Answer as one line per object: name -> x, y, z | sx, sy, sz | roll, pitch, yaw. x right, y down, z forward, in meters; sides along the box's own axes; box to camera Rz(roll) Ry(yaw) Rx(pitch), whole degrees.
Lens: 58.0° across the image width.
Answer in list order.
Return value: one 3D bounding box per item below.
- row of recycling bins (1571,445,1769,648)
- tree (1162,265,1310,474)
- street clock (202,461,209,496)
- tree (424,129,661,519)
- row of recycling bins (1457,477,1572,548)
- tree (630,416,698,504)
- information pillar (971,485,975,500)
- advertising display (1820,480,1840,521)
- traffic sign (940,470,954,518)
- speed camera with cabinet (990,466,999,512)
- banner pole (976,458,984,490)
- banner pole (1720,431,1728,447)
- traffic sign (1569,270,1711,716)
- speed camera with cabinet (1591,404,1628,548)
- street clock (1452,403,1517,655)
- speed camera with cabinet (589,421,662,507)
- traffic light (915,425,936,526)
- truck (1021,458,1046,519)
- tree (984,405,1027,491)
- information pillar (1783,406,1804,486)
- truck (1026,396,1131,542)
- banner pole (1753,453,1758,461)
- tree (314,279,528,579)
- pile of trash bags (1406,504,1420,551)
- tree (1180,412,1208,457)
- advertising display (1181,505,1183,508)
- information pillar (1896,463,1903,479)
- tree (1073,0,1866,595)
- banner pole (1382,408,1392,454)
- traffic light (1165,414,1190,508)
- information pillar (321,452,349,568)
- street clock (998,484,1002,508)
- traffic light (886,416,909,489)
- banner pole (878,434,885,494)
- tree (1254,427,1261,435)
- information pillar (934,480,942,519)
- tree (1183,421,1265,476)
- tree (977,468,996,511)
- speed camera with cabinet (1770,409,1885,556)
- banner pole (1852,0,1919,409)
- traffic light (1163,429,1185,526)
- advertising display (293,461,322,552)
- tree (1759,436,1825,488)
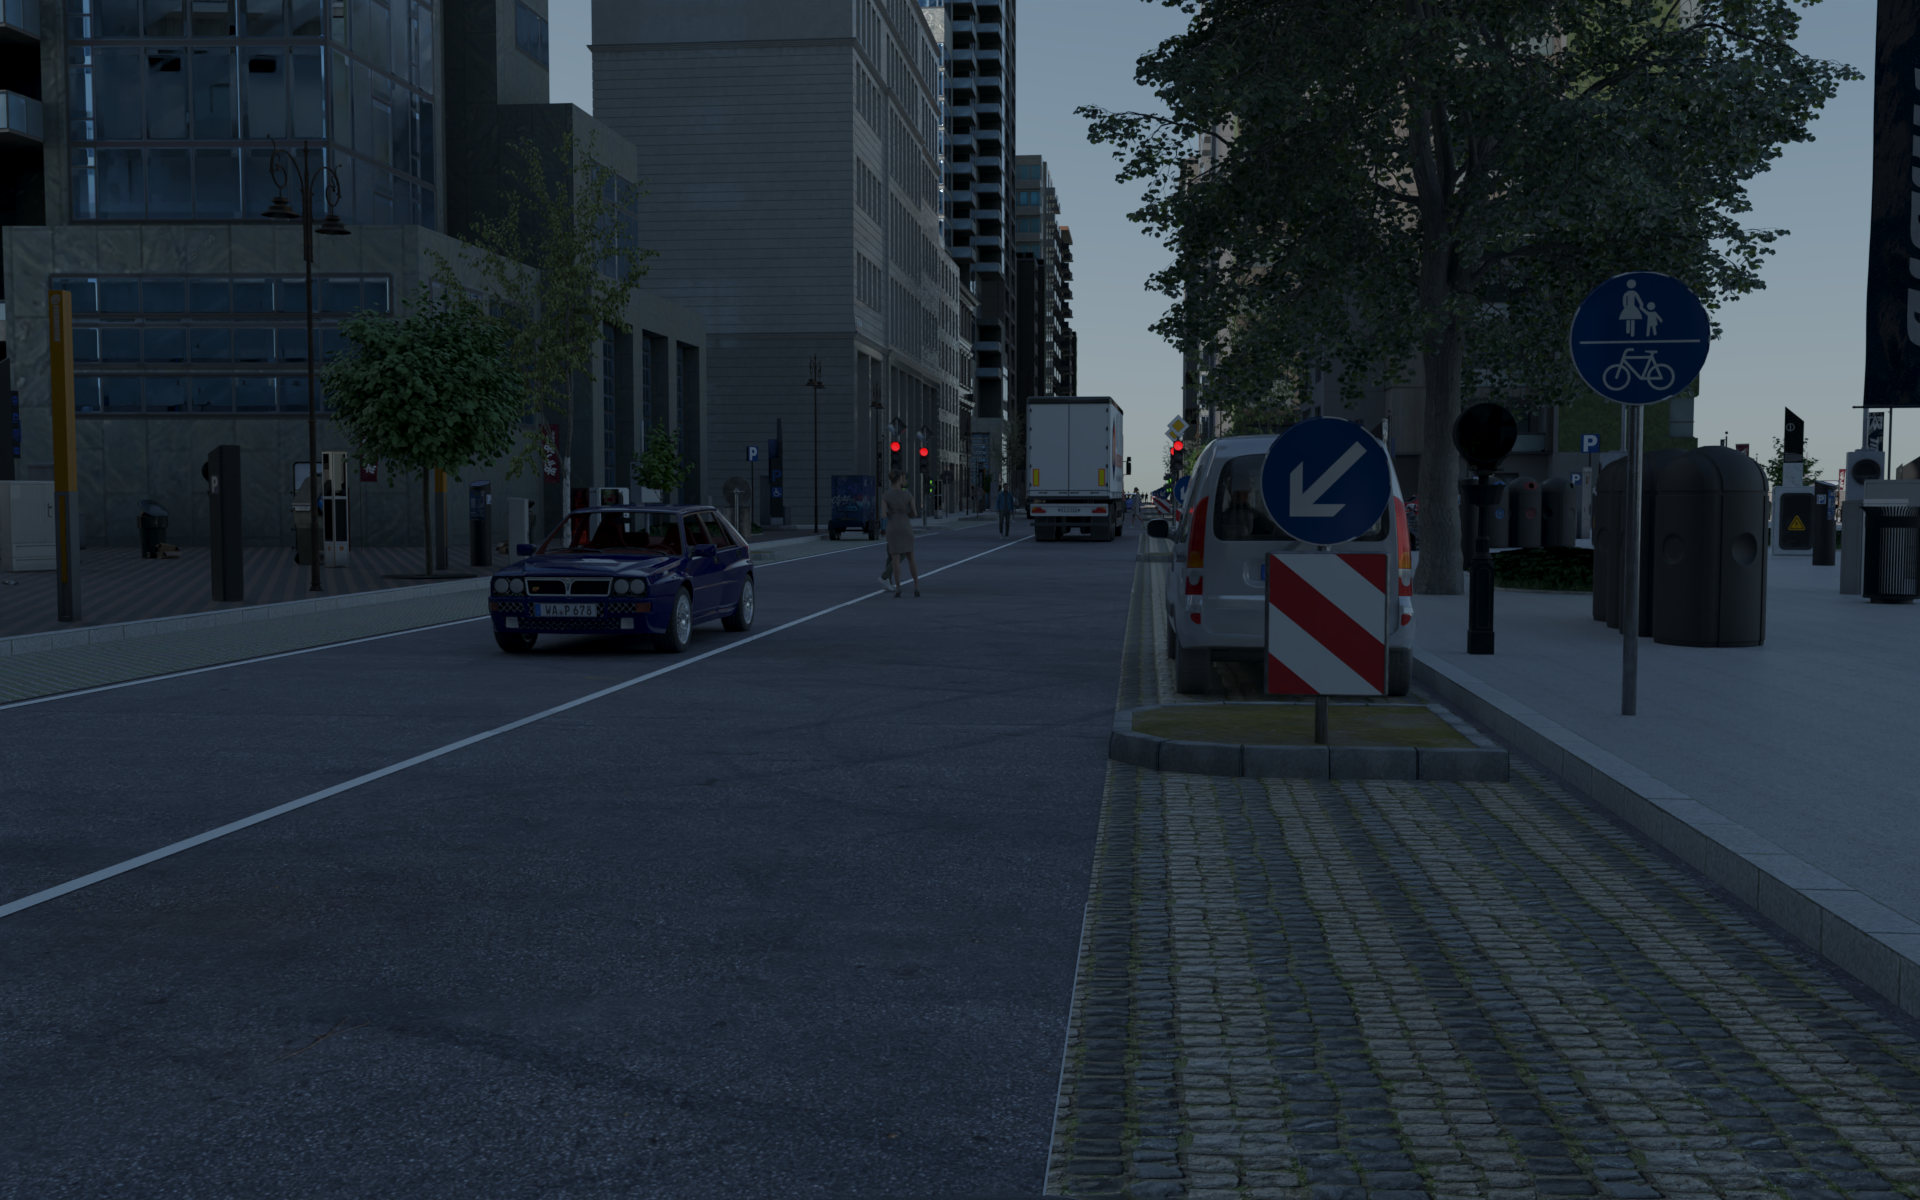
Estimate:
row of recycling bins -> 6.588, -0.550, 16.104 | 1.069, 1.692, 3.534 | 1, 4, 10
tree -> 9.239, -6.400, 54.995 | 4.737, 8.622, 4.395 | 0, 3, 0
street clock -> -15.990, -1.996, 37.203 | 0.471, 2.002, 0.358 | 0, 4, 1
tree -> -8.098, -5.144, 34.466 | 4.737, 8.622, 4.395 | 0, 3, 0
row of recycling bins -> 13.027, -2.090, 41.279 | 3.534, 1.692, 1.069 | -1, 4, -17
tree -> -7.252, -2.941, 42.684 | 1.663, 3.219, 1.824 | 0, 3, 0
information pillar -> 1.051, -8.540, 144.126 | 0.304, 2.012, 0.304 | 0, 4, -3
advertising display -> 40.628, -4.639, 81.062 | 0.974, 1.923, 0.123 | 3, 5, 45
traffic sign -> -0.714, -5.678, 92.939 | 0.768, 2.556, 0.104 | 1, 4, 15
speed camera with cabinet -> 2.445, -7.922, 123.867 | 0.660, 3.252, 2.038 | 0, 4, 2
banner pole -> 1.309, -7.896, 119.119 | 0.863, 3.779, 0.401 | 3, 5, 40
banner pole -> 30.498, -4.844, 69.218 | 0.401, 3.779, 0.863 | 0, 4, 3
traffic sign -> 3.886, -0.604, 9.984 | 0.768, 2.556, 0.104 | 1, 4, 11
speed camera with cabinet -> 14.202, -2.660, 37.819 | 0.660, 3.252, 2.038 | 1, 4, 16
street clock -> 4.183, -0.568, 13.857 | 0.471, 2.002, 0.358 | 0, 4, 8
speed camera with cabinet -> -8.940, -3.172, 46.193 | 2.038, 3.252, 0.660 | -3, 5, -45
traffic light -> -1.410, -4.975, 70.261 | 0.839, 4.253, 0.868 | 0, 4, 6
truck -> 5.329, -6.948, 102.508 | 2.839, 4.237, 11.283 | 0, 4, 6
tree -> 3.984, -11.795, 143.212 | 4.360, 8.622, 3.978 | 0, 3, 0
information pillar -> 22.182, -3.352, 46.161 | 0.504, 3.616, 0.183 | 1, 4, 18
truck -> 3.875, -4.059, 55.277 | 2.839, 4.237, 11.283 | 0, 4, 8
banner pole -> 48.694, -7.116, 106.366 | 0.863, 3.779, 0.401 | -1, 4, -13
tree -> -8.214, -2.629, 26.691 | 4.285, 4.588, 4.351 | 0, 3, 0
pile of trash bags -> 8.889, -1.793, 39.075 | 3.447, 1.369, 1.912 | -2, 4, -27
tree -> 20.985, -12.455, 153.999 | 4.360, 8.622, 3.978 | 0, 3, 0
advertising display -> 17.891, -8.221, 139.632 | 0.123, 1.923, 0.974 | 0, 4, -2
information pillar -> 70.988, -8.537, 130.931 | 0.504, 3.616, 0.183 | 0, 4, -2
tree -> 6.275, -7.048, 21.898 | 9.857, 13.997, 8.962 | 0, 3, 0
banner pole -> 12.432, -3.700, 50.515 | 0.401, 3.779, 0.863 | 2, 4, 32
traffic light -> 7.690, -4.425, 61.269 | 0.839, 4.253, 0.868 | 0, 4, 6
information pillar -> -10.870, -1.569, 30.147 | 0.304, 2.012, 0.304 | 2, 4, 34
street clock -> 3.005, -8.316, 140.535 | 0.358, 2.002, 0.471 | -3, 4, -36
traffic light -> -2.265, -4.489, 62.321 | 0.839, 4.253, 0.868 | 0, 4, 6
banner pole -> -3.297, -5.055, 72.666 | 0.401, 3.779, 0.863 | -2, 4, -24
tree -> 8.578, -3.394, 50.099 | 1.663, 3.219, 1.824 | 0, 3, 0
information pillar -> -1.125, -5.193, 89.392 | 0.304, 2.012, 0.304 | -3, 5, -41
tree -> 12.284, -5.680, 76.583 | 4.285, 4.588, 4.351 | 0, 3, 0
tree -> 2.003, -8.280, 129.983 | 1.663, 3.219, 1.824 | 0, 3, 0
speed camera with cabinet -> 17.908, -2.533, 35.755 | 2.038, 3.252, 0.660 | 1, 4, 22
banner pole -> 3.613, -0.983, 6.092 | 0.863, 3.779, 0.401 | 1, 4, 11
traffic light -> 8.545, -4.911, 69.208 | 0.839, 4.253, 0.868 | 0, 4, 6
advertising display -> -12.659, -1.777, 34.262 | 0.974, 1.923, 0.123 | -1, 4, -10
tree -> 23.810, -3.372, 49.732 | 1.663, 3.219, 1.824 | 0, 3, 0
